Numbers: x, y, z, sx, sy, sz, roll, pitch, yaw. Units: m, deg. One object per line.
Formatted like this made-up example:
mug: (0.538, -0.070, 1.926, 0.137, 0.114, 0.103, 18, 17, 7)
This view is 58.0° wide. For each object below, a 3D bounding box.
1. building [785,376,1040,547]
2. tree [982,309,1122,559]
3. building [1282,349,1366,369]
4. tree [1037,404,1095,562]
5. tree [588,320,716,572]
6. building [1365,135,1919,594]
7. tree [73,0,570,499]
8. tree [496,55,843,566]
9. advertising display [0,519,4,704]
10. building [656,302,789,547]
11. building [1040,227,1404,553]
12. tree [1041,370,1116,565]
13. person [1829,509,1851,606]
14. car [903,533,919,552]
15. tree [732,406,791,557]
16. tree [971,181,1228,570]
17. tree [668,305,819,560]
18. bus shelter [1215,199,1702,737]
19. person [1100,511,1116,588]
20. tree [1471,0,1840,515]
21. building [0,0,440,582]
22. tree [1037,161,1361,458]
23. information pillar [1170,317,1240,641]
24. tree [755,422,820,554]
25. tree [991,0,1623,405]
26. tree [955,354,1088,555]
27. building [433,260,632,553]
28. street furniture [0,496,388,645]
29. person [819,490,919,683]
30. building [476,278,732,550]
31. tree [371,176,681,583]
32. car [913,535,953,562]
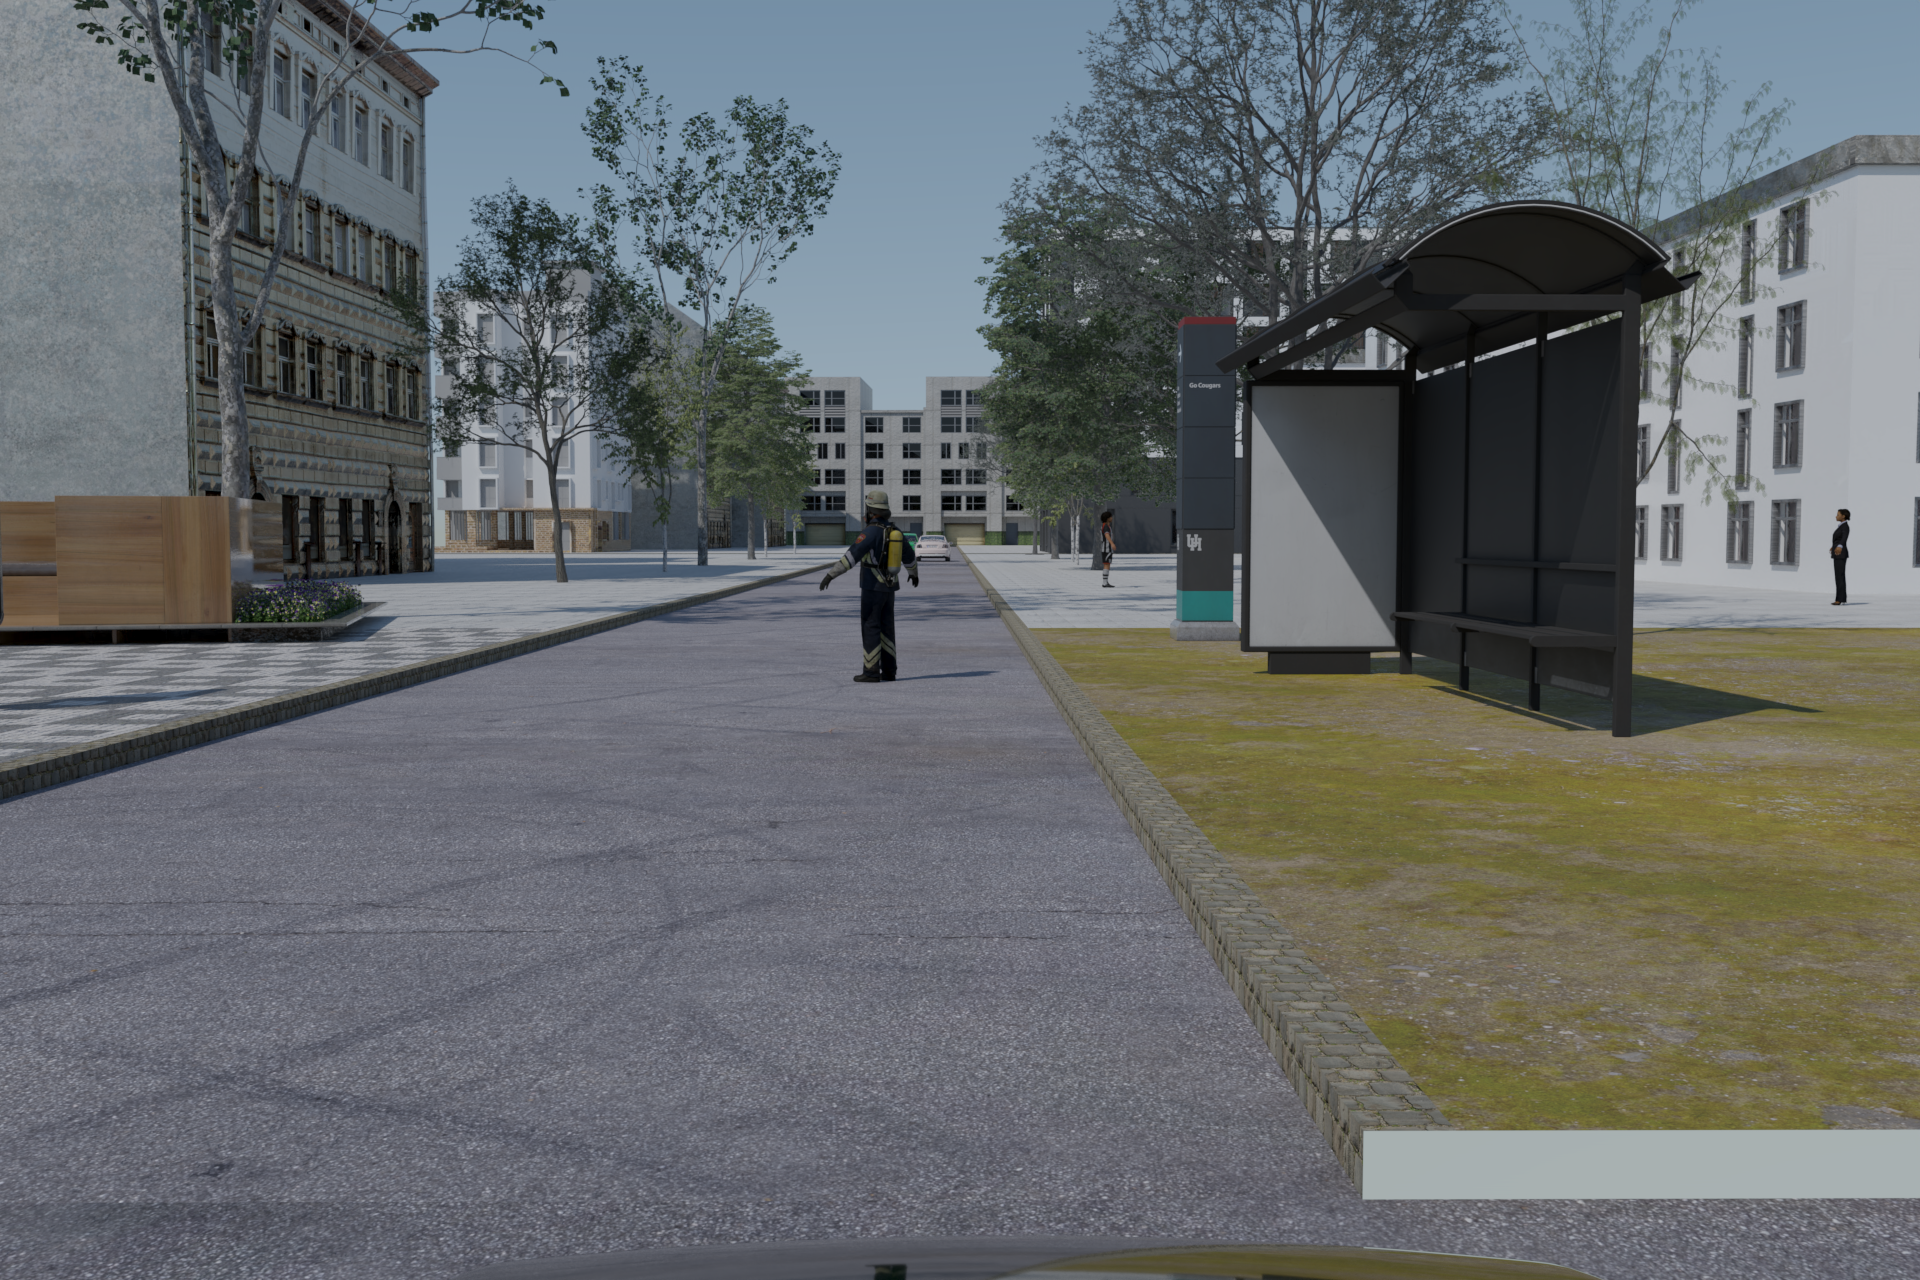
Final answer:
building: (-3.524, -20.326, 201.242, 31.486, 18.905, 16.747, 0, 4, 2)
tree: (4.957, -10.345, 87.264, 7.486, 12.596, 7.792, 0, 3, 0)
building: (19.702, -8.367, 78.941, 9.099, 9.664, 28.070, 0, 4, 0)
tree: (5.262, -7.876, 79.139, 4.360, 8.622, 3.978, 0, 3, 0)
tree: (-10.274, -6.627, 58.709, 4.737, 8.622, 4.395, 0, 3, 0)
building: (19.532, -6.636, 50.641, 9.099, 9.664, 28.070, 0, 4, 0)
tree: (-10.021, -10.224, 23.045, 12.611, 20.169, 13.585, 0, 3, 0)
tree: (-11.831, -13.119, 70.379, 12.611, 20.169, 13.585, 0, 3, 0)
advertising display: (-7.285, -0.452, 12.598, 0.123, 1.923, 0.974, 0, 4, -1)
building: (-27.671, -20.965, 173.705, 19.493, 23.208, 18.063, 0, 4, 0)
building: (19.877, -17.600, 131.738, 27.936, 21.610, 32.646, 0, 4, 0)
tree: (4.874, -7.395, 71.276, 4.737, 8.622, 4.395, 0, 3, 0)
person: (15.774, -1.496, 31.185, 0.721, 1.740, 1.216, 1, 4, 22)
car: (-3.318, -5.997, 106.849, 1.959, 1.807, 4.718, 0, 4, -1)
tree: (-10.620, -8.877, 95.509, 4.360, 8.622, 3.978, 0, 3, 0)
tree: (4.892, -9.429, 60.825, 9.857, 13.997, 8.962, 0, 3, 0)
tree: (-10.879, -10.298, 86.500, 7.486, 12.596, 7.792, 0, 3, 0)
bus shelter: (3.416, -1.184, 13.277, 2.014, 3.302, 5.546, 0, 4, -1)
person: (3.550, -2.162, 41.497, 0.704, 1.843, 1.345, 0, 4, -1)
tree: (8.364, -4.371, 21.826, 4.360, 8.622, 3.978, 0, 3, 0)
building: (-27.180, -13.347, 49.145, 19.493, 23.208, 18.063, 0, 4, 0)
tree: (5.907, -6.676, 43.563, 8.767, 10.594, 7.601, -2, 4, -27)
information pillar: (2.977, -1.934, 21.002, 0.750, 3.857, 0.750, 0, 4, 1)
tree: (-10.665, -9.737, 109.559, 4.737, 8.622, 4.395, 0, 3, 0)
tree: (5.700, -7.256, 29.012, 12.009, 13.543, 11.850, 0, 3, 0)
tree: (4.782, -12.055, 107.474, 12.009, 13.543, 11.850, 0, 3, 0)
building: (-30.389, -16.184, 121.029, 16.016, 20.090, 11.380, 0, 4, 0)
street furniture: (-10.465, -1.017, 23.477, 9.812, 1.723, 11.010, -1, 4, -14)
person: (-0.814, -0.525, 16.812, 0.705, 1.856, 1.354, 3, 5, 40)
building: (-30.609, -19.609, 151.529, 19.493, 23.208, 18.063, 0, 4, 0)
tree: (-10.832, -6.801, 45.616, 7.601, 10.594, 8.767, 1, 4, 19)
car: (-1.430, -4.833, 91.383, 2.083, 1.381, 4.827, 0, 3, 0)
